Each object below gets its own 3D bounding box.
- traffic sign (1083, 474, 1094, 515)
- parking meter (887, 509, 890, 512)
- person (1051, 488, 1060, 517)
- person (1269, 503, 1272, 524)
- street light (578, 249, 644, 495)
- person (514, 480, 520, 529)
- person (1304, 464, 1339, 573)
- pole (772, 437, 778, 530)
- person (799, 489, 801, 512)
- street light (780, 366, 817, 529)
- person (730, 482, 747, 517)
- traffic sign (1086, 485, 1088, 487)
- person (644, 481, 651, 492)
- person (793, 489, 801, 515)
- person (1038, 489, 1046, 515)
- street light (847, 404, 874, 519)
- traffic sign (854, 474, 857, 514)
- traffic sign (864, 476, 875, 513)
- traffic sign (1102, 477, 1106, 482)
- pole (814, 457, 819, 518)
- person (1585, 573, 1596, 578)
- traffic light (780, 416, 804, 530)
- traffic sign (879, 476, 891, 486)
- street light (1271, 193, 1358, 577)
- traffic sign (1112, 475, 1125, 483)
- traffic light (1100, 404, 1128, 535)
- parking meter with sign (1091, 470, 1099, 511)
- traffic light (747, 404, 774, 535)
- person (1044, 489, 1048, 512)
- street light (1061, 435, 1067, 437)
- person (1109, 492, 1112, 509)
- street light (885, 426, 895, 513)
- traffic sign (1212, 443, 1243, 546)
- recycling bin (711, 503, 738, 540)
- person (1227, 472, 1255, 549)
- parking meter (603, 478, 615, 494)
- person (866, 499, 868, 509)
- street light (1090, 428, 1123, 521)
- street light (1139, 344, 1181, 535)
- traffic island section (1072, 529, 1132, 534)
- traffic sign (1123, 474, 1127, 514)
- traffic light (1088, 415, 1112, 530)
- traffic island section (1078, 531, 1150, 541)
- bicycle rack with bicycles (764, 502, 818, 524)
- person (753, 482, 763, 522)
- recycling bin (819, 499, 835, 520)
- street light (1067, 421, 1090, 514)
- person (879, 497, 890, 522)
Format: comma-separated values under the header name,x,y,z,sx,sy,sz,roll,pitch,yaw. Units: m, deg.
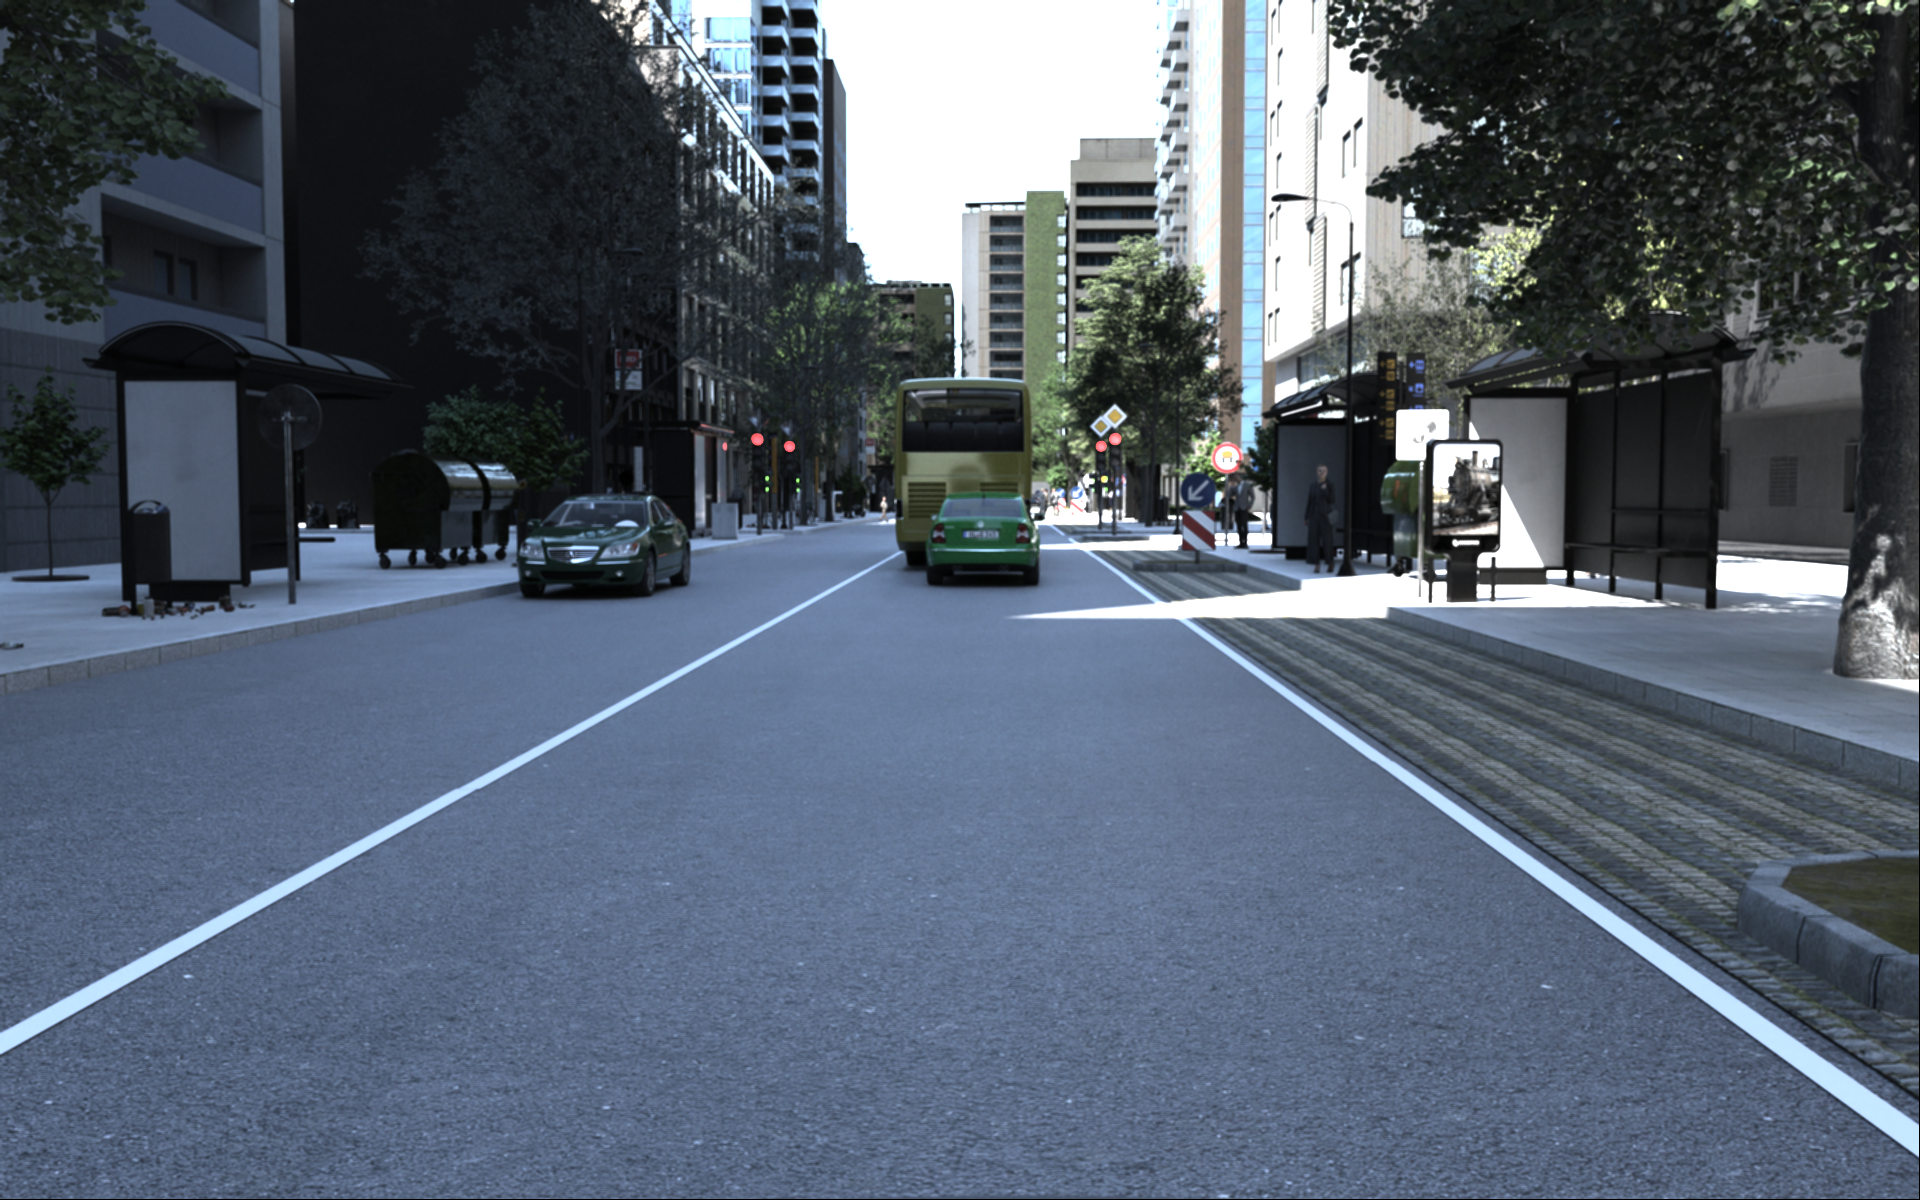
name,x,y,z,sx,sy,sz,roll,pitch,yaw
traffic sign,8.076,-6.594,107.915,0.768,2.556,0.104,1,4,10
parking meter,-5.114,-6.985,122.620,0.372,1.533,0.369,0,3,0
person,5.939,-6.039,107.421,0.592,1.802,0.473,0,4,5
person,13.427,-3.788,73.467,0.738,1.151,1.012,-1,4,-10
street light,-6.675,-3.696,32.968,1.470,5.913,1.316,0,4,2
person,-16.262,-3.532,63.968,0.419,1.800,0.721,3,5,43
person,5.885,-1.333,28.257,0.576,1.772,0.534,1,4,19
pole,-6.633,-4.167,61.968,0.158,3.312,0.155,0,3,0
person,-11.507,-7.280,126.067,0.522,1.701,0.512,1,4,18
street light,-5.862,-5.523,62.843,1.470,5.913,1.316,0,4,2
person,-9.245,-4.031,72.344,0.661,1.777,0.834,0,4,-1
traffic sign,8.533,-6.804,113.376,0.606,2.300,0.079,0,4,7
person,-12.057,-3.656,65.996,0.592,1.802,0.473,0,4,-1
person,-9.189,-5.626,97.899,0.514,1.842,0.818,0,4,-3
person,5.145,-6.067,108.121,0.576,1.772,0.534,2,4,29
street light,-5.127,-7.170,89.772,1.470,5.913,1.316,0,4,2
traffic sign,-6.784,-6.839,111.931,0.768,2.556,0.104,1,4,11
traffic sign,-6.236,-7.310,119.626,0.768,2.556,0.104,1,4,11
traffic sign,8.745,-6.454,105.254,0.795,2.593,0.064,0,4,8
pole,-7.819,-6.147,94.343,0.158,3.312,0.155,0,3,0
person,9.731,-1.255,26.593,0.581,1.822,0.654,2,4,32
traffic light,-6.053,-4.479,62.151,0.839,4.253,0.868,0,4,2
traffic sign,-5.244,-7.389,120.807,0.884,2.594,0.081,0,4,4
street light,5.503,-3.325,26.908,1.470,5.913,1.316,0,4,2
traffic sign,9.645,-6.439,105.387,0.768,2.556,0.104,0,4,4
traffic light,4.790,-3.974,53.889,0.839,4.253,0.868,0,4,2
parking meter with sign,9.836,-8.000,127.066,0.543,3.016,1.738,1,4,11
traffic light,-6.268,-3.991,54.169,0.839,4.253,0.868,0,4,2
person,6.861,-7.972,138.849,0.705,1.823,1.348,1,4,9
street light,8.439,-10.047,136.803,1.470,5.913,1.316,0,4,2
person,12.721,-8.555,146.861,0.756,1.711,0.436,-1,4,-23
street light,-4.476,-8.817,116.703,1.470,5.913,1.316,0,4,2
traffic sign,6.618,-2.621,42.963,0.768,2.556,0.104,0,4,7
recycling bin,-6.661,-2.236,49.107,0.722,1.027,0.722,0,4,-5
person,6.604,-2.107,40.670,0.473,1.802,0.592,-3,4,-39
parking meter,-12.579,-3.448,62.083,0.399,1.863,0.255,-2,4,-26
person,-8.121,-8.804,149.950,0.705,1.831,1.348,1,4,13
street light,7.078,-6.715,82.328,1.470,5.913,1.316,0,4,2
street light,6.241,-4.972,53.837,1.470,5.913,1.316,0,4,2
traffic island section,5.044,-2.428,61.984,2.009,0.180,2.903,0,4,2
traffic sign,10.348,-6.709,109.797,0.768,2.556,0.104,0,4,3
traffic light,5.004,-4.462,61.871,0.839,4.253,0.868,0,4,2
traffic island section,4.830,-1.940,54.002,2.009,0.180,2.903,0,4,2
bicycle rack with bicycles,-7.313,-3.814,75.743,2.852,0.926,2.925,1,4,16
person,-9.149,-4.434,78.507,0.580,1.828,0.573,3,5,39
recycling bin,-6.678,-4.543,86.832,0.722,1.027,0.722,0,4,4
street light,7.714,-8.400,109.873,1.470,5.913,1.316,0,4,2
person,-3.857,-4.630,88.473,0.640,1.303,0.475,2,4,24
